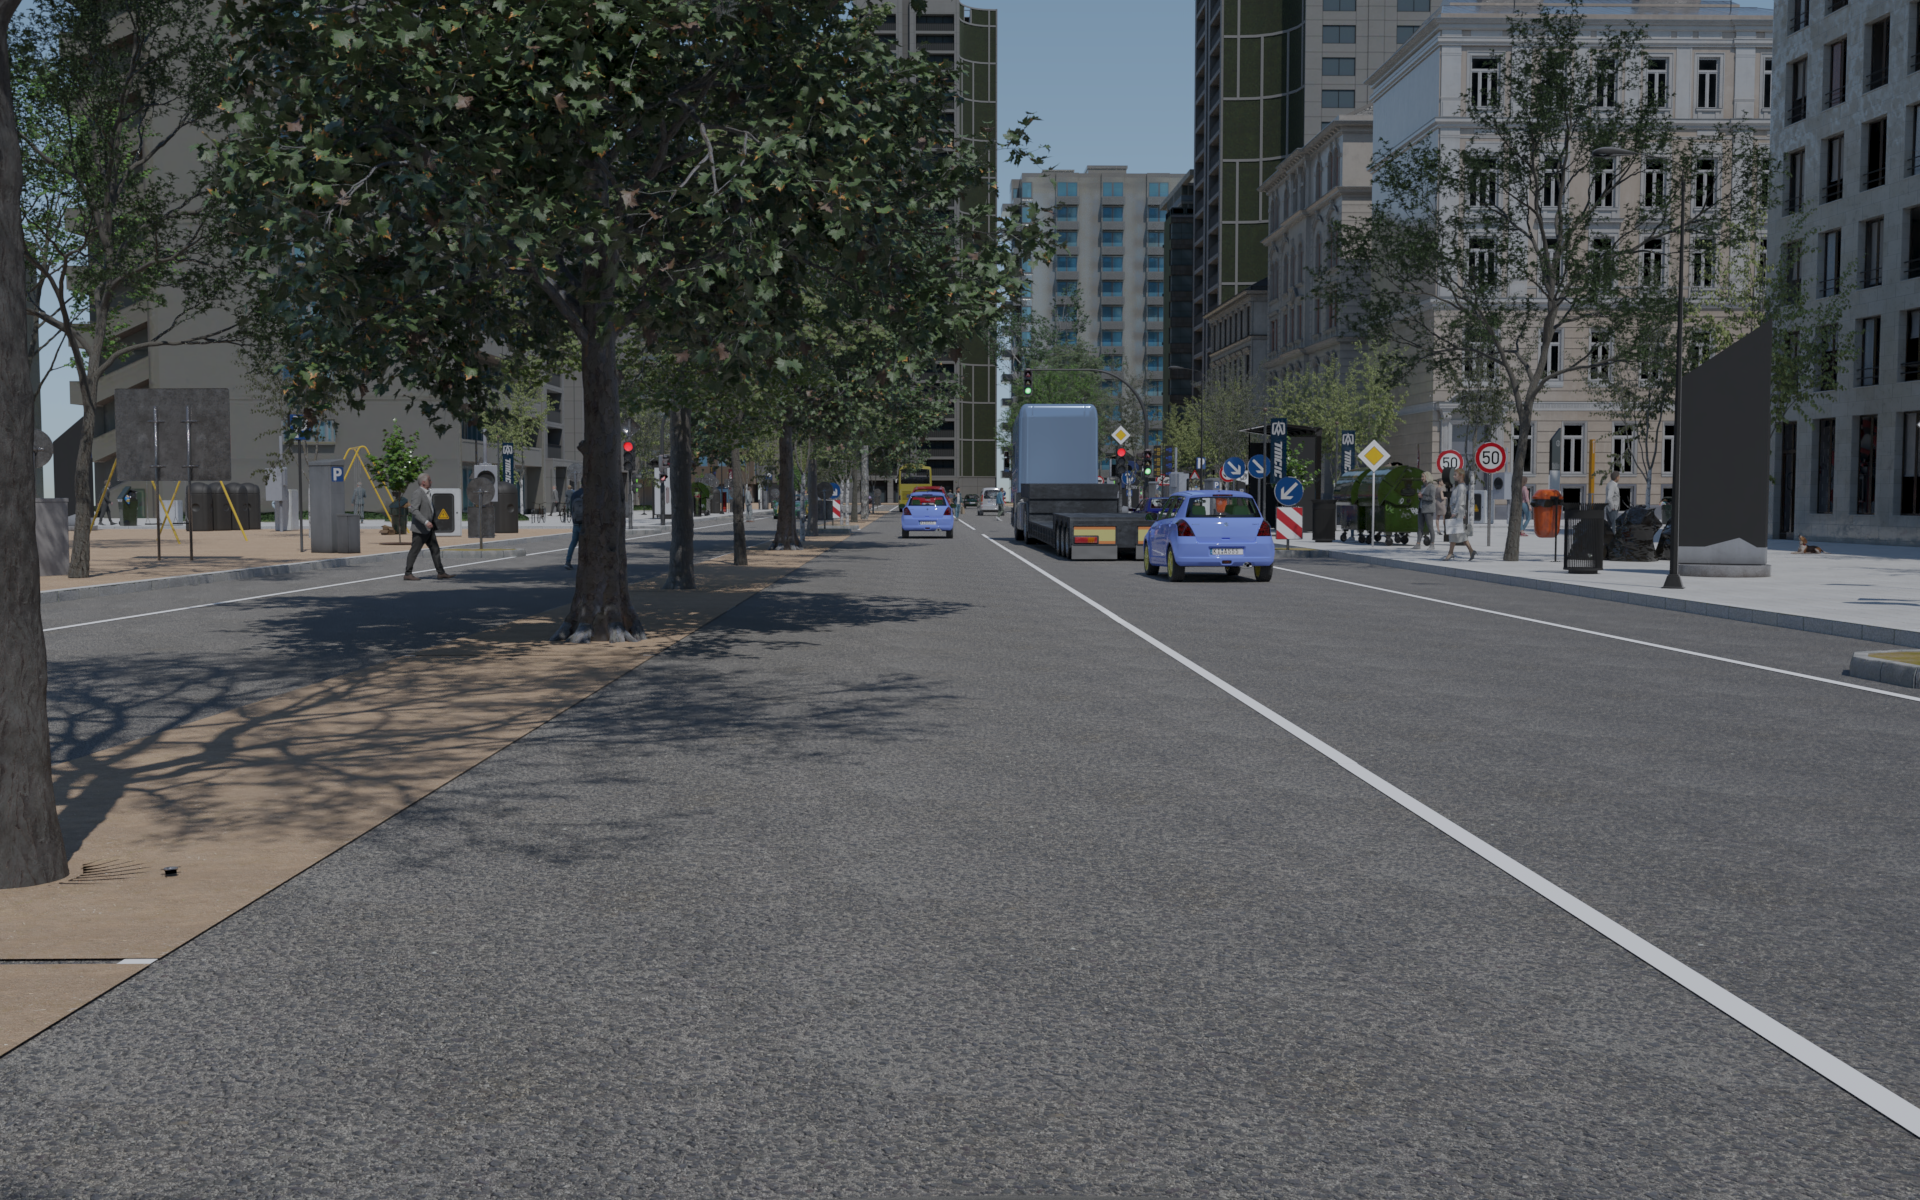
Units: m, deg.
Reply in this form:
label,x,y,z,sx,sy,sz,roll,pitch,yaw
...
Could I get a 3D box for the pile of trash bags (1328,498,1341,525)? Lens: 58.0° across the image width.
label,x,y,z,sx,sy,sz,roll,pitch,yaw
pile of trash bags,15.147,-3.850,72.708,1.912,1.369,3.447,-3,4,-37

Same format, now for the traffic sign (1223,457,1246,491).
label,x,y,z,sx,sy,sz,roll,pitch,yaw
traffic sign,9.398,-3.627,59.400,0.768,2.556,0.104,0,4,5

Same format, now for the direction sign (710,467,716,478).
label,x,y,z,sx,sy,sz,roll,pitch,yaw
direction sign,-19.715,-8.943,138.219,0.379,3.537,0.876,1,4,21

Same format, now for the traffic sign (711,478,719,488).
label,x,y,z,sx,sy,sz,roll,pitch,yaw
traffic sign,-18.968,-8.179,133.838,0.768,2.556,0.104,0,4,5

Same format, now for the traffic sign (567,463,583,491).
label,x,y,z,sx,sy,sz,roll,pitch,yaw
traffic sign,-15.895,-4.374,71.619,0.768,2.556,0.104,1,4,8

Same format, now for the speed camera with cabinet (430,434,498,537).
label,x,y,z,sx,sy,sz,roll,pitch,yaw
speed camera with cabinet,-14.998,-3.538,52.182,2.038,3.252,0.660,-1,4,-17

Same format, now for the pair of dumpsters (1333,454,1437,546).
label,x,y,z,sx,sy,sz,roll,pitch,yaw
pair of dumpsters,10.912,-2.573,44.563,1.574,2.255,4.437,0,4,-2

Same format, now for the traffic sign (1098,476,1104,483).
label,x,y,z,sx,sy,sz,roll,pitch,yaw
traffic sign,9.674,-7.383,120.825,0.768,2.556,0.104,0,4,4

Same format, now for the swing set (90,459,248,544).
label,x,y,z,sx,sy,sz,roll,pitch,yaw
swing set,-21.135,-2.978,46.307,2.862,2.851,3.119,1,4,12

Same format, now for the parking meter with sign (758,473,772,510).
label,x,y,z,sx,sy,sz,roll,pitch,yaw
parking meter with sign,-16.153,-8.976,143.017,0.543,3.016,1.738,-2,4,-32

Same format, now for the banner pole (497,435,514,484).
label,x,y,z,sx,sy,sz,roll,pitch,yaw
banner pole,-19.457,-5.135,73.969,0.863,3.779,0.401,-1,4,-15

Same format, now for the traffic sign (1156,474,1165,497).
label,x,y,z,sx,sy,sz,roll,pitch,yaw
traffic sign,12.595,-6.608,108.139,0.768,2.556,0.104,0,4,4

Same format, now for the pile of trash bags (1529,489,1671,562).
label,x,y,z,sx,sy,sz,roll,pitch,yaw
pile of trash bags,12.496,-1.446,33.401,3.447,1.369,1.912,-1,4,-20

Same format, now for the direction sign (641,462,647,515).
label,x,y,z,sx,sy,sz,roll,pitch,yaw
direction sign,-19.435,-7.000,106.454,0.379,3.537,0.876,0,4,-6

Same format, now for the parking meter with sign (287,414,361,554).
label,x,y,z,sx,sy,sz,roll,pitch,yaw
parking meter with sign,-13.784,-2.533,37.678,1.738,3.016,0.543,2,4,29

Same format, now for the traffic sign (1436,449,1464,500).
label,x,y,z,sx,sy,sz,roll,pitch,yaw
traffic sign,13.984,-3.021,49.507,0.768,2.556,0.104,0,4,7

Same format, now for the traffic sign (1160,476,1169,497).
label,x,y,z,sx,sy,sz,roll,pitch,yaw
traffic sign,12.321,-6.311,103.181,0.884,2.594,0.081,0,3,0

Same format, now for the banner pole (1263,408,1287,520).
label,x,y,z,sx,sy,sz,roll,pitch,yaw
banner pole,9.047,-3.676,50.117,0.863,3.779,0.401,1,4,14

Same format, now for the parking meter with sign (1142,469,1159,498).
label,x,y,z,sx,sy,sz,roll,pitch,yaw
parking meter with sign,11.796,-6.713,106.026,1.738,3.016,0.543,3,4,37

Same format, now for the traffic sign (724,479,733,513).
label,x,y,z,sx,sy,sz,roll,pitch,yaw
traffic sign,-15.413,-6.928,115.396,0.606,2.300,0.079,0,4,6

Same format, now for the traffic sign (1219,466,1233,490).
label,x,y,z,sx,sy,sz,roll,pitch,yaw
traffic sign,11.423,-4.507,73.793,0.768,2.556,0.104,0,4,5

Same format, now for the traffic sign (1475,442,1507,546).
label,x,y,z,sx,sy,sz,roll,pitch,yaw
traffic sign,12.969,-2.588,42.414,0.768,2.556,0.104,0,4,2

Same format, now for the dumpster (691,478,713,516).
label,x,y,z,sx,sy,sz,roll,pitch,yaw
dumpster,-15.290,-6.044,101.310,1.502,2.255,1.985,0,4,-2

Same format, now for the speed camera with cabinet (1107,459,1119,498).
label,x,y,z,sx,sy,sz,roll,pitch,yaw
speed camera with cabinet,8.359,-6.272,96.879,0.660,3.252,2.038,2,4,24

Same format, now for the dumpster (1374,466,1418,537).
label,x,y,z,sx,sy,sz,roll,pitch,yaw
dumpster,13.207,-3.057,52.481,1.502,2.255,1.985,0,4,-1

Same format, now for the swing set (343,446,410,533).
label,x,y,z,sx,sy,sz,roll,pitch,yaw
swing set,-19.905,-3.650,57.303,2.862,2.851,3.119,-2,4,-26

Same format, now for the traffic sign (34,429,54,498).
label,x,y,z,sx,sy,sz,roll,pitch,yaw
traffic sign,-18.050,-2.058,33.755,0.768,2.556,0.104,0,4,-1

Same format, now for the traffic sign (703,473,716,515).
label,x,y,z,sx,sy,sz,roll,pitch,yaw
traffic sign,-15.298,-6.461,105.747,0.768,2.556,0.104,0,4,-1

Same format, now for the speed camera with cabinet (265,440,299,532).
label,x,y,z,sx,sy,sz,roll,pitch,yaw
speed camera with cabinet,-23.356,-3.994,59.635,0.660,3.252,2.038,0,4,-6

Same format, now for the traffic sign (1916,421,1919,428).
label,x,y,z,sx,sy,sz,roll,pitch,yaw
traffic sign,13.058,-1.416,22.889,0.795,2.593,0.064,0,4,7

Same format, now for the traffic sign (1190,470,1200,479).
label,x,y,z,sx,sy,sz,roll,pitch,yaw
traffic sign,12.616,-5.697,93.156,0.884,2.594,0.081,0,4,6

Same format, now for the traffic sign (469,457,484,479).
label,x,y,z,sx,sy,sz,roll,pitch,yaw
traffic sign,-16.874,-3.735,61.065,0.884,2.594,0.081,0,4,1

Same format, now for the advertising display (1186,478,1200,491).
label,x,y,z,sx,sy,sz,roll,pitch,yaw
advertising display,9.635,-4.043,71.316,0.123,1.923,0.974,3,5,42

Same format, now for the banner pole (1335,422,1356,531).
label,x,y,z,sx,sy,sz,roll,pitch,yaw
banner pole,13.220,-4.267,59.781,0.863,3.779,0.401,1,4,9

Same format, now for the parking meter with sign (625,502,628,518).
label,x,y,z,sx,sy,sz,roll,pitch,yaw
parking meter with sign,-18.532,-5.897,92.682,1.738,3.016,0.543,-2,4,-24

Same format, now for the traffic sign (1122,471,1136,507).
label,x,y,z,sx,sy,sz,roll,pitch,yaw
traffic sign,9.195,-5.775,94.526,0.768,2.556,0.104,0,3,0

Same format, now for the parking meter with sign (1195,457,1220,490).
label,x,y,z,sx,sy,sz,roll,pitch,yaw
parking meter with sign,11.890,-5.234,81.838,0.543,3.016,1.738,-2,4,-32

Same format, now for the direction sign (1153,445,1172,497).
label,x,y,z,sx,sy,sz,roll,pitch,yaw
direction sign,9.452,-5.428,80.739,0.876,3.537,0.379,0,4,3

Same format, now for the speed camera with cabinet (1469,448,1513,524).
label,x,y,z,sx,sy,sz,roll,pitch,yaw
speed camera with cabinet,22.717,-4.881,74.141,0.660,3.252,2.038,-2,4,-29

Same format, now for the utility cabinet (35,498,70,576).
label,x,y,z,sx,sy,sz,roll,pitch,yaw
utility cabinet,-14.436,-0.973,27.077,0.306,1.237,1.020,1,4,16

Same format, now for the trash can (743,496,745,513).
label,x,y,z,sx,sy,sz,roll,pitch,yaw
trash can,-15.075,-6.550,118.737,0.748,1.137,0.748,0,3,0

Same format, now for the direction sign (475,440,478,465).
label,x,y,z,sx,sy,sz,roll,pitch,yaw
direction sign,-20.379,-4.957,73.042,0.379,3.537,0.876,-1,4,-11

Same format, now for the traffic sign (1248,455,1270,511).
label,x,y,z,sx,sy,sz,roll,pitch,yaw
traffic sign,9.651,-3.412,55.895,0.768,2.556,0.104,0,4,1

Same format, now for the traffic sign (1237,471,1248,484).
label,x,y,z,sx,sy,sz,roll,pitch,yaw
traffic sign,12.476,-4.538,76.330,0.606,2.300,0.079,0,4,8

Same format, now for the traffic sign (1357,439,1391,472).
label,x,y,z,sx,sy,sz,roll,pitch,yaw
traffic sign,9.955,-2.561,41.612,0.795,2.593,0.064,0,4,8

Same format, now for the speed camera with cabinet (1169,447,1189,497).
label,x,y,z,sx,sy,sz,roll,pitch,yaw
speed camera with cabinet,9.684,-4.814,73.052,0.660,3.252,2.038,-2,4,-32

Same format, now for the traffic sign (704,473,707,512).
label,x,y,z,sx,sy,sz,roll,pitch,yaw
traffic sign,-15.529,-6.478,105.914,0.884,2.594,0.081,0,4,6
